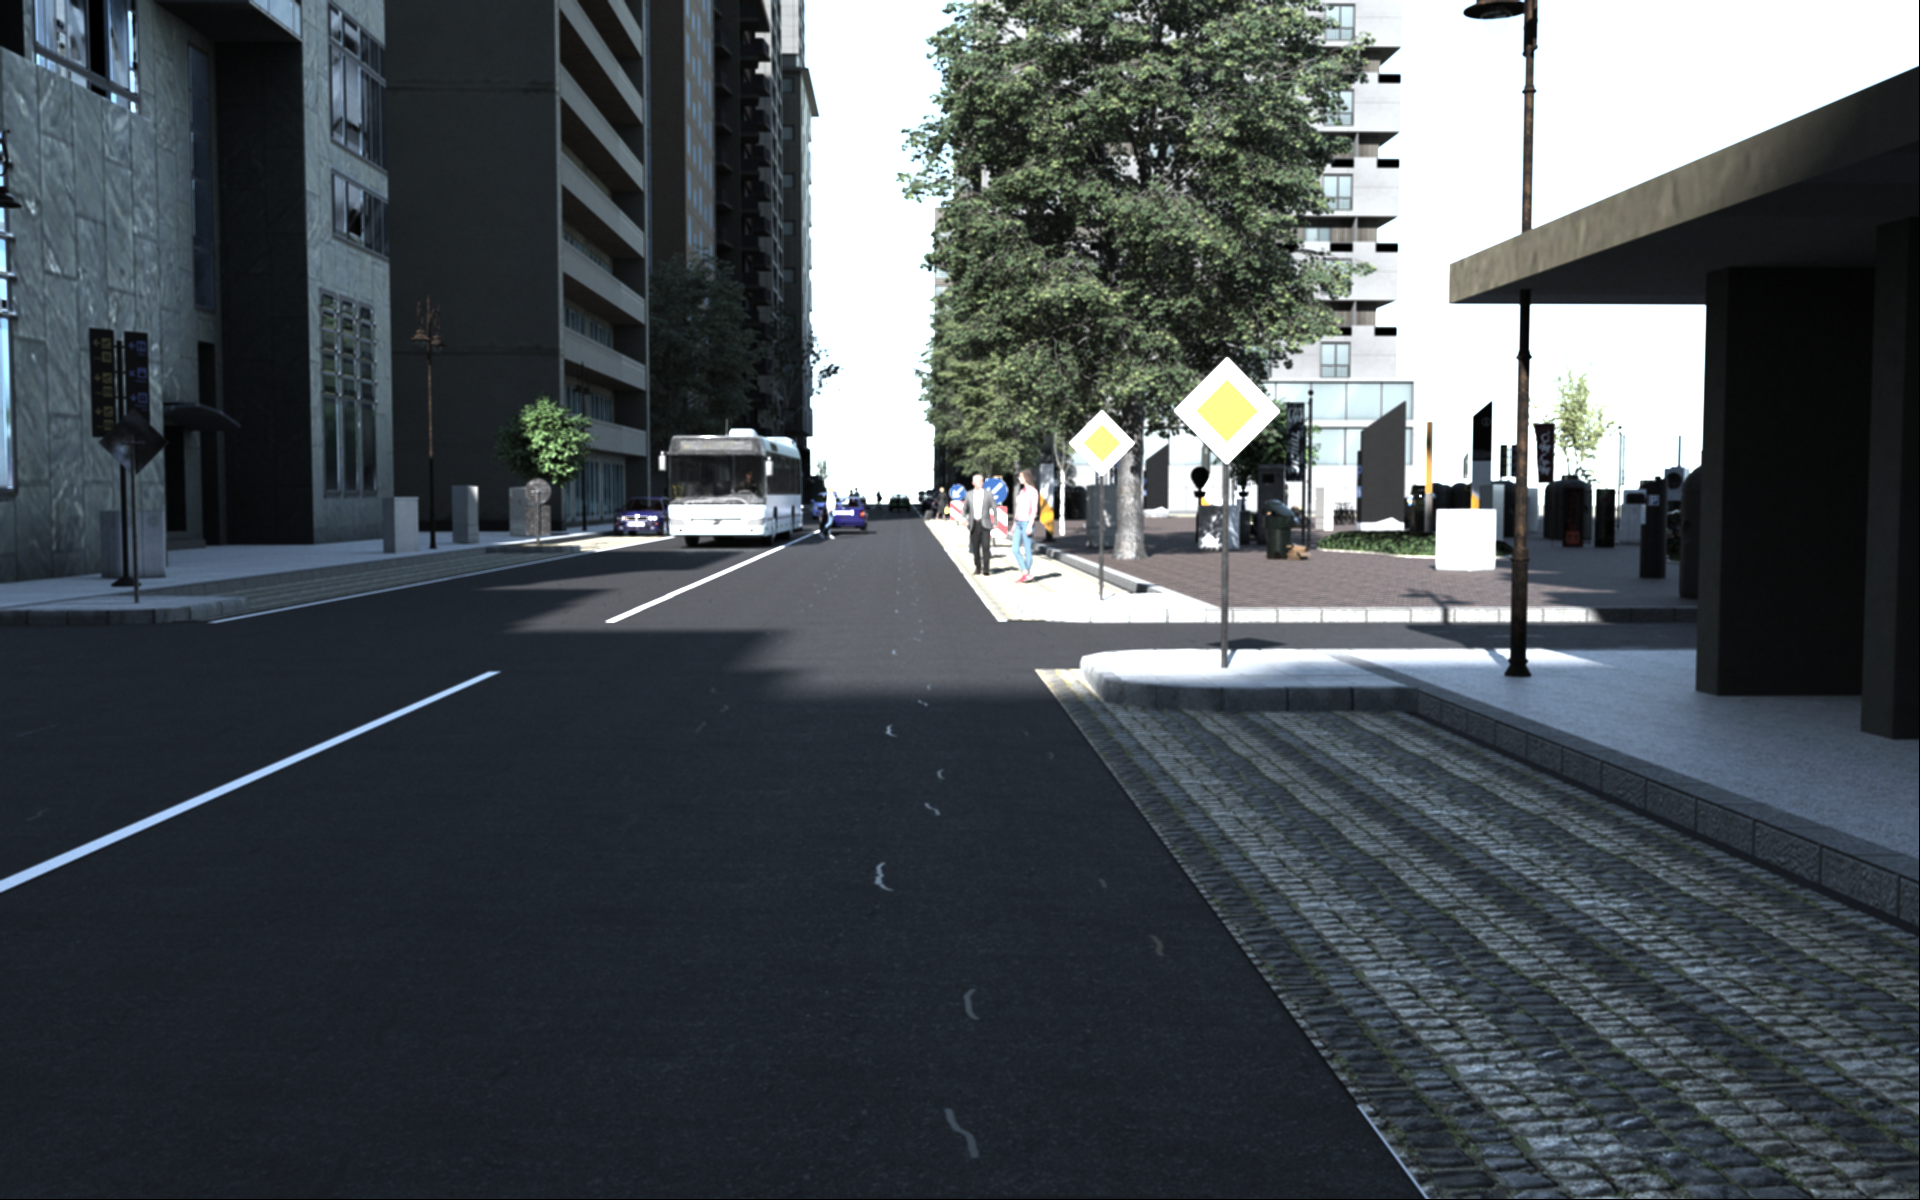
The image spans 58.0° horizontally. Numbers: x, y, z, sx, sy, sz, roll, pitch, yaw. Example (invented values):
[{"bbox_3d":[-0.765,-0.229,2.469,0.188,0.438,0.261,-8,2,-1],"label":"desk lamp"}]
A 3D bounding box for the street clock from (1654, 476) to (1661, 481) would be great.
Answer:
[{"bbox_3d":[27.907,-3.962,69.347,0.358,2.002,0.471,1,4,13],"label":"street clock"}]

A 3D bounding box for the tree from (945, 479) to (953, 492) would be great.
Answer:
[{"bbox_3d":[-0.628,-11.410,181.158,1.663,3.219,1.824,0,3,0],"label":"tree"}]

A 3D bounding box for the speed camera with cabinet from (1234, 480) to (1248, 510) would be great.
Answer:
[{"bbox_3d":[13.775,-5.546,85.017,0.660,3.252,2.038,0,4,7],"label":"speed camera with cabinet"}]

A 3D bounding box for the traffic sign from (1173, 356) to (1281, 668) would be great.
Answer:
[{"bbox_3d":[1.947,-0.555,12.718,0.795,2.450,0.064,0,4,-2],"label":"traffic sign"}]

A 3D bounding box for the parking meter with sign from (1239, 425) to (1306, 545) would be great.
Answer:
[{"bbox_3d":[7.912,-2.925,44.092,1.738,3.016,0.543,1,4,12],"label":"parking meter with sign"}]

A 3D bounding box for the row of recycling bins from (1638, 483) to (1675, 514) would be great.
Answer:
[{"bbox_3d":[26.278,-3.425,63.106,1.069,1.692,3.534,-2,4,-34],"label":"row of recycling bins"}]

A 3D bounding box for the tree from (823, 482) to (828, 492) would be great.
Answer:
[{"bbox_3d":[-20.022,-15.706,251.399,1.663,3.219,1.824,0,3,0],"label":"tree"}]

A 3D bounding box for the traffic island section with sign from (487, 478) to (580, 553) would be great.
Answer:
[{"bbox_3d":[-10.441,-2.080,42.635,1.989,1.847,2.006,0,4,-2],"label":"traffic island section with sign"}]

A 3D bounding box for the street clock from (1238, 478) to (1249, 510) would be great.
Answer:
[{"bbox_3d":[8.976,-3.077,54.881,0.358,2.002,0.471,1,4,11],"label":"street clock"}]

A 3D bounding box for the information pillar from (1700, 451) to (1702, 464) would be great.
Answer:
[{"bbox_3d":[12.656,-1.507,29.126,0.304,2.012,0.304,-1,4,-13],"label":"information pillar"}]

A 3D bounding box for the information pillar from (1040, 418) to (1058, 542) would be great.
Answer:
[{"bbox_3d":[2.370,-3.400,46.952,0.183,3.616,0.504,-3,4,-38],"label":"information pillar"}]

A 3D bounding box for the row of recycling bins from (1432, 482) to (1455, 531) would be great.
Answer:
[{"bbox_3d":[18.152,-3.314,61.296,3.534,1.692,1.069,0,4,-6],"label":"row of recycling bins"}]

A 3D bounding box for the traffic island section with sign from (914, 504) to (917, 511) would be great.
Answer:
[{"bbox_3d":[-2.723,-8.507,147.712,1.989,1.847,2.006,0,4,-2],"label":"traffic island section with sign"}]

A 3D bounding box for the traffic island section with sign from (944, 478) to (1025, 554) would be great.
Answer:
[{"bbox_3d":[0.690,-2.061,42.318,1.989,1.847,2.006,0,4,-2],"label":"traffic island section with sign"}]

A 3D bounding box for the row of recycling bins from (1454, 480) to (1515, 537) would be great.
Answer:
[{"bbox_3d":[16.441,-2.840,53.540,1.069,1.692,3.534,0,4,-1],"label":"row of recycling bins"}]

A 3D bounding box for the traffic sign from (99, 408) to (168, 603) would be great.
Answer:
[{"bbox_3d":[-9.700,-1.022,20.353,0.795,2.450,0.064,0,4,-2],"label":"traffic sign"}]

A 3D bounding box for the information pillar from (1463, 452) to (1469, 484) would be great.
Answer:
[{"bbox_3d":[27.882,-6.370,95.512,0.504,3.616,0.183,-3,5,-44],"label":"information pillar"}]

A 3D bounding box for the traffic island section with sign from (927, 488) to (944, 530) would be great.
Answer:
[{"bbox_3d":[-0.222,-3.775,70.350,1.989,1.847,2.006,0,4,-2],"label":"traffic island section with sign"}]

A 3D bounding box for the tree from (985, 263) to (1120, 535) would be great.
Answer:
[{"bbox_3d":[3.431,-6.341,54.038,4.360,8.622,3.978,0,3,0],"label":"tree"}]

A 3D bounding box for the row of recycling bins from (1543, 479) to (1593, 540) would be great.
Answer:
[{"bbox_3d":[17.386,-2.605,49.700,1.069,1.692,3.534,1,4,10],"label":"row of recycling bins"}]

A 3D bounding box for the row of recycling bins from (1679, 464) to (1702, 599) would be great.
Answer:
[{"bbox_3d":[10.615,-0.843,20.894,3.534,1.692,1.069,1,4,16],"label":"row of recycling bins"}]

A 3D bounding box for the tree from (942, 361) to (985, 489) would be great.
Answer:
[{"bbox_3d":[1.201,-8.555,90.238,4.360,8.622,3.978,0,3,0],"label":"tree"}]

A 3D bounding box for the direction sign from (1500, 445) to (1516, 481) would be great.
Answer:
[{"bbox_3d":[25.113,-5.337,79.259,0.876,3.537,0.379,0,4,-8],"label":"direction sign"}]

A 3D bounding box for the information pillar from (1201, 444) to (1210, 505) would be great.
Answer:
[{"bbox_3d":[10.236,-4.941,72.136,0.183,3.616,0.504,-2,4,-30],"label":"information pillar"}]

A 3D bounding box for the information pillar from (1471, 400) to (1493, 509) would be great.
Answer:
[{"bbox_3d":[12.950,-3.156,42.952,0.504,3.616,0.183,1,4,14],"label":"information pillar"}]

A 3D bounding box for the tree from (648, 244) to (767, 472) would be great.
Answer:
[{"bbox_3d":[-14.825,-11.177,89.403,9.857,13.997,8.962,0,3,0],"label":"tree"}]

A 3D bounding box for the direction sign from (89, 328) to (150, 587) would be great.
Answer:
[{"bbox_3d":[-11.639,-1.962,24.072,0.379,3.537,0.876,2,4,28],"label":"direction sign"}]

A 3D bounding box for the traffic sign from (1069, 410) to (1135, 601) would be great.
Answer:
[{"bbox_3d":[1.689,-1.043,20.699,0.795,2.450,0.064,0,4,-2],"label":"traffic sign"}]

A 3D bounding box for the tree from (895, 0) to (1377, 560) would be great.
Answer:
[{"bbox_3d":[3.399,-7.787,33.976,9.857,13.997,8.962,0,3,0],"label":"tree"}]

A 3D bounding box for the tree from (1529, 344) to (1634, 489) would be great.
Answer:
[{"bbox_3d":[29.692,-8.189,84.245,4.737,8.622,4.395,0,3,0],"label":"tree"}]

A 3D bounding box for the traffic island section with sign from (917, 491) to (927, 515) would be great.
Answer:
[{"bbox_3d":[-1.844,-6.859,120.771,1.989,1.847,2.006,0,4,-2],"label":"traffic island section with sign"}]

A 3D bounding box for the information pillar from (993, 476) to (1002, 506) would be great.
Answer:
[{"bbox_3d":[1.549,-4.106,71.619,0.304,2.012,0.304,-1,4,-16],"label":"information pillar"}]

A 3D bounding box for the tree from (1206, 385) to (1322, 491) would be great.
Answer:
[{"bbox_3d":[9.193,-4.218,52.676,4.285,4.588,4.351,0,3,0],"label":"tree"}]

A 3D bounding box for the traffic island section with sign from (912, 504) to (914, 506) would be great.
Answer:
[{"bbox_3d":[-4.503,-11.903,203.246,1.989,1.847,2.006,0,4,-2],"label":"traffic island section with sign"}]

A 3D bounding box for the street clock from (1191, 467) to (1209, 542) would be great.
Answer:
[{"bbox_3d":[6.359,-2.528,45.896,0.471,2.002,0.358,1,4,12],"label":"street clock"}]

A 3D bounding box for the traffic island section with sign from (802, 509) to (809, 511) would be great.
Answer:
[{"bbox_3d":[-13.845,-8.485,147.363,1.989,1.847,2.006,0,4,-2],"label":"traffic island section with sign"}]

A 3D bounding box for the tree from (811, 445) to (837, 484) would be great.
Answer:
[{"bbox_3d":[-20.207,-18.676,255.712,4.360,8.622,3.978,0,3,0],"label":"tree"}]

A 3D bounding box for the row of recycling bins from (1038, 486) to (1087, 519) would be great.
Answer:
[{"bbox_3d":[5.335,-5.076,90.112,1.069,1.692,3.534,-3,4,-36],"label":"row of recycling bins"}]

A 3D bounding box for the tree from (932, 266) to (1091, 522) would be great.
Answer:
[{"bbox_3d":[2.661,-9.808,78.480,7.486,12.596,7.792,0,3,0],"label":"tree"}]

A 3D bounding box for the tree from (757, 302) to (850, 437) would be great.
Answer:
[{"bbox_3d":[-16.846,-19.117,168.447,12.611,20.169,13.585,0,3,0],"label":"tree"}]

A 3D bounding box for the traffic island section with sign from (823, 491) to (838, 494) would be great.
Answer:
[{"bbox_3d":[-15.637,-11.874,202.774,1.989,1.847,2.006,0,4,-2],"label":"traffic island section with sign"}]

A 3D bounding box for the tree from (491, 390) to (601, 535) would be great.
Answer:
[{"bbox_3d":[-13.000,-4.334,54.577,4.285,4.588,4.351,0,3,0],"label":"tree"}]

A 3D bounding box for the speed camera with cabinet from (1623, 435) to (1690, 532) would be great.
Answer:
[{"bbox_3d":[23.437,-3.914,58.327,2.038,3.252,0.660,3,5,43],"label":"speed camera with cabinet"}]
